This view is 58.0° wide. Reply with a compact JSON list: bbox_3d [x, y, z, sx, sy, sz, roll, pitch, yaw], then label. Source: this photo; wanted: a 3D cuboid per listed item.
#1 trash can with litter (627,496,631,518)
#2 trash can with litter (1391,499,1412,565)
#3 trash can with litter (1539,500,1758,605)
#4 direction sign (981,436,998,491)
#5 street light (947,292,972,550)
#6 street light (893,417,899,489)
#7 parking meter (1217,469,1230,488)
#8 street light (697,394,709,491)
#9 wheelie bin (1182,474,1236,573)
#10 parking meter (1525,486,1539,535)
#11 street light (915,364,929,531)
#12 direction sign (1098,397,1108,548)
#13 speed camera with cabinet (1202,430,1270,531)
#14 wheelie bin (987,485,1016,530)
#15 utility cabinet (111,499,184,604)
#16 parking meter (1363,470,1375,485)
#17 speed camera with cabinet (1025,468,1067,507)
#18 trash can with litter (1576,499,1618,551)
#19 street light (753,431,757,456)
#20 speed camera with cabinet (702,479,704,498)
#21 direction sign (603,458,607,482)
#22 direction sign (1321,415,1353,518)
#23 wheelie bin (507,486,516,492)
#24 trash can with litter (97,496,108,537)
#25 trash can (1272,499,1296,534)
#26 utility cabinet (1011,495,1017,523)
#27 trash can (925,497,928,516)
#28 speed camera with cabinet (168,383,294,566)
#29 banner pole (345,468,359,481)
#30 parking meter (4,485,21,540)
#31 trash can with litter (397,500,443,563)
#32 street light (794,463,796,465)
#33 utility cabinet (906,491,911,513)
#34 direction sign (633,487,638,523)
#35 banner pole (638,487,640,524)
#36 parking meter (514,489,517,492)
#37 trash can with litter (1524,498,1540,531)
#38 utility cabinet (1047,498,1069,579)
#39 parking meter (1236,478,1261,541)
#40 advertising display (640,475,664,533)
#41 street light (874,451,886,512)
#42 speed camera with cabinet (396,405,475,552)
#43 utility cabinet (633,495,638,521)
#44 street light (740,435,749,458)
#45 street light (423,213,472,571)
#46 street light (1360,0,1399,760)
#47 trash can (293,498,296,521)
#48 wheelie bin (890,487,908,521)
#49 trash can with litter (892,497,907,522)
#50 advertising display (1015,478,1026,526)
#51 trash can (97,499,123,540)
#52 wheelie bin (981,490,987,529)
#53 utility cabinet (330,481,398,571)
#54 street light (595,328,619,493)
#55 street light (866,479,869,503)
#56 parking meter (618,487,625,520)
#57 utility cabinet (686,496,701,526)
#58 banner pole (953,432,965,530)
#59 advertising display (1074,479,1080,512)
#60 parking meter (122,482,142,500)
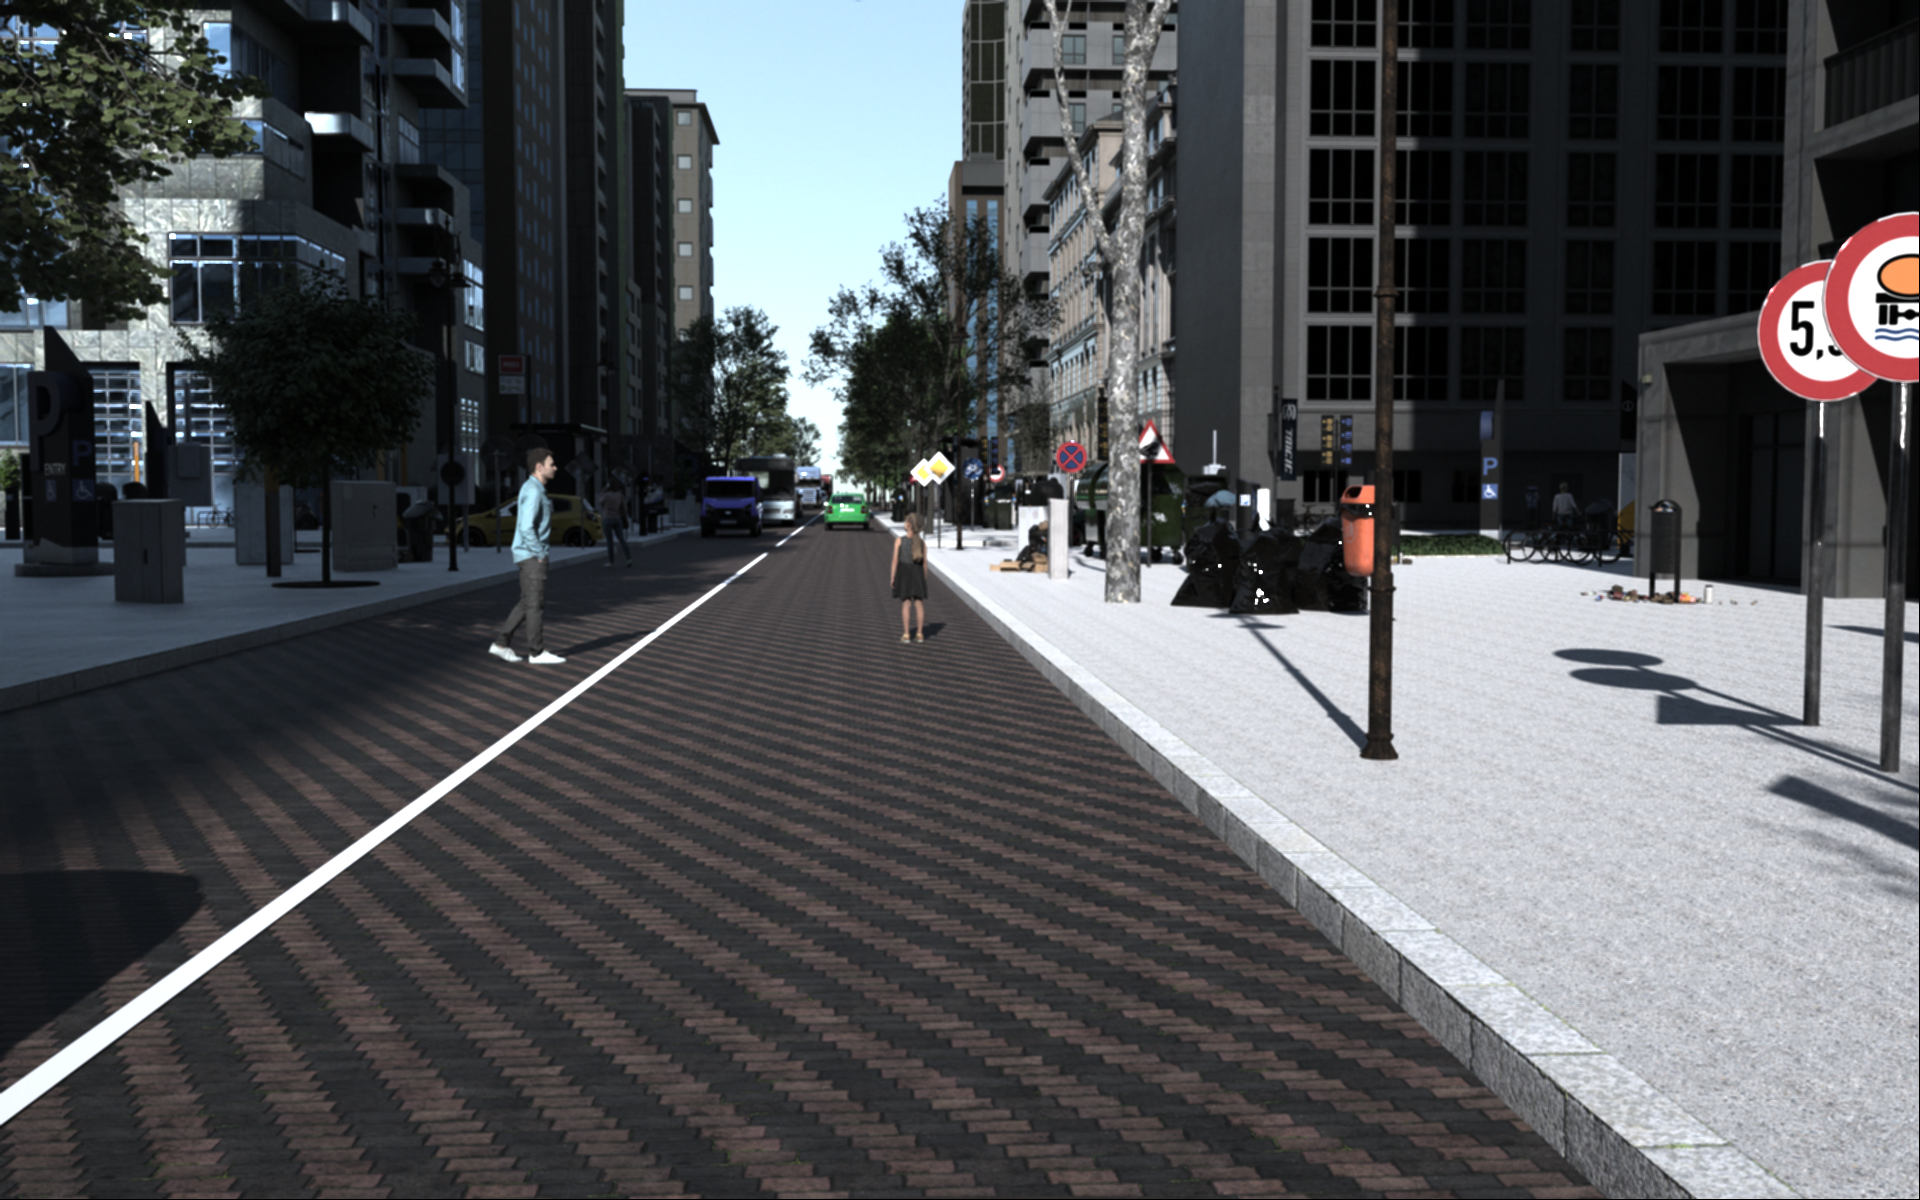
[{"bbox_3d":[-17.229,-4.947,92.273,1.055,1.170,0.624,2,4,30],"label":"trash can with litter"},{"bbox_3d":[7.426,-1.275,31.901,2.233,1.210,1.678,0,4,-4],"label":"trash can with litter"},{"bbox_3d":[8.415,-0.608,20.995,1.678,1.210,2.233,-1,4,-11],"label":"trash can with litter"},{"bbox_3d":[1.149,-4.647,67.981,0.876,3.537,0.379,-3,5,-40],"label":"direction sign"},{"bbox_3d":[-0.012,-4.097,39.773,0.468,5.910,1.993,0,4,-4],"label":"street light"},{"bbox_3d":[-3.400,-7.277,91.766,0.468,5.910,1.993,0,4,-4],"label":"street light"},{"bbox_3d":[6.000,-2.067,39.512,0.255,1.863,0.399,1,4,15],"label":"parking meter"},{"bbox_3d":[-11.810,-6.553,79.928,0.468,5.910,1.993,0,4,-4],"label":"street light"},{"bbox_3d":[4.016,-1.229,28.002,0.980,1.594,0.693,1,4,23],"label":"wheelie bin"},{"bbox_3d":[17.865,-2.794,54.094,0.372,1.533,0.369,0,3,0],"label":"parking meter"},{"bbox_3d":[-1.333,-5.338,60.057,0.468,5.910,1.993,0,4,-4],"label":"street light"},{"bbox_3d":[3.544,-2.979,40.705,0.876,3.537,0.379,-3,5,-42],"label":"direction sign"},{"bbox_3d":[8.597,-3.651,54.023,2.038,3.252,0.660,0,4,0],"label":"speed camera with cabinet"},{"bbox_3d":[1.537,-3.326,62.288,0.980,1.594,0.693,0,4,1],"label":"wheelie bin"},{"bbox_3d":[-9.649,-0.575,20.561,1.020,1.237,0.306,2,4,34],"label":"utility cabinet"},{"bbox_3d":[9.894,-2.205,41.768,0.255,1.863,0.399,0,4,-4],"label":"parking meter"},{"bbox_3d":[3.697,-4.975,75.683,2.038,3.252,0.660,3,5,39],"label":"speed camera with cabinet"},{"bbox_3d":[14.464,-1.711,39.362,0.624,1.170,1.055,3,5,43],"label":"trash can with litter"},{"bbox_3d":[-14.709,-9.292,124.719,0.468,5.910,1.993,0,4,-4],"label":"street light"},{"bbox_3d":[-14.321,-6.422,99.332,2.038,3.252,0.660,0,4,-7],"label":"speed camera with cabinet"},{"bbox_3d":[-22.239,-7.194,109.626,0.379,3.537,0.876,3,5,41],"label":"direction sign"},{"bbox_3d":[10.760,-3.519,49.539,0.876,3.537,0.379,0,4,4],"label":"direction sign"},{"bbox_3d":[-18.364,-3.804,70.103,0.980,1.594,0.693,1,4,9],"label":"wheelie bin"},{"bbox_3d":[-26.050,-2.530,52.420,1.678,1.210,2.233,-2,4,-32],"label":"trash can with litter"},{"bbox_3d":[9.884,-2.519,52.847,0.748,1.137,0.748,0,3,0],"label":"trash can"},{"bbox_3d":[2.597,-4.057,77.500,1.020,1.237,0.306,-2,4,-23],"label":"utility cabinet"},{"bbox_3d":[-2.188,-5.404,100.011,0.748,1.137,0.748,0,3,0],"label":"trash can"},{"bbox_3d":[-13.166,-2.262,31.314,2.038,3.252,0.660,-1,4,-20],"label":"speed camera with cabinet"},{"bbox_3d":[-23.238,-4.654,66.114,0.401,3.779,0.863,2,4,28],"label":"banner pole"},{"bbox_3d":[-26.752,-2.475,48.885,0.372,1.533,0.369,0,3,0],"label":"parking meter"},{"bbox_3d":[-10.269,-1.295,32.565,0.624,1.170,1.055,1,4,20],"label":"trash can with litter"},{"bbox_3d":[-19.959,-14.404,208.288,0.468,5.910,1.993,0,4,-4],"label":"street light"},{"bbox_3d":[-3.369,-6.095,108.330,0.318,1.500,1.173,1,4,13],"label":"utility cabinet"},{"bbox_3d":[-14.564,-5.228,77.481,0.379,3.537,0.876,3,5,43],"label":"direction sign"},{"bbox_3d":[-13.452,-5.115,73.646,0.863,3.779,0.401,-3,4,-38],"label":"banner pole"},{"bbox_3d":[-22.283,-4.830,87.384,0.372,1.533,0.369,0,3,0],"label":"parking meter"},{"bbox_3d":[19.582,-2.931,58.984,1.678,1.210,2.233,0,4,-3],"label":"trash can with litter"},{"bbox_3d":[1.509,-0.942,26.561,0.306,1.237,1.020,0,4,1],"label":"utility cabinet"},{"bbox_3d":[4.424,-1.113,26.614,0.372,1.533,0.369,0,3,0],"label":"parking meter"},{"bbox_3d":[-10.141,-3.170,57.043,0.123,1.923,0.974,3,4,37],"label":"advertising display"},{"bbox_3d":[-6.253,-9.969,135.780,0.468,5.910,1.993,0,4,-4],"label":"street light"},{"bbox_3d":[-11.790,-2.680,38.160,2.038,3.252,0.660,0,4,0],"label":"speed camera with cabinet"},{"bbox_3d":[-15.460,-4.365,82.525,0.306,1.237,1.020,-1,4,-18],"label":"utility cabinet"},{"bbox_3d":[-13.875,-8.483,111.477,0.468,5.910,1.993,0,4,-4],"label":"street light"},{"bbox_3d":[-8.479,-3.426,28.802,0.468,5.910,1.993,0,4,-4],"label":"street light"},{"bbox_3d":[2.042,-2.169,8.256,0.468,5.910,1.993,0,4,-4],"label":"street light"},{"bbox_3d":[-22.145,-2.764,56.839,0.748,1.137,0.748,0,3,0],"label":"trash can"},{"bbox_3d":[-2.896,-4.579,82.781,0.693,1.594,0.980,-3,4,-36],"label":"wheelie bin"},{"bbox_3d":[-2.558,-4.105,78.506,1.055,1.170,0.624,1,4,20],"label":"trash can with litter"},{"bbox_3d":[2.439,-3.974,70.182,0.123,1.923,0.974,-1,4,-17],"label":"advertising display"},{"bbox_3d":[-23.814,-2.256,48.533,0.748,1.137,0.748,0,3,0],"label":"trash can"},{"bbox_3d":[1.119,-3.471,64.663,0.693,1.594,0.980,0,4,1],"label":"wheelie bin"},{"bbox_3d":[-9.949,-1.241,28.964,0.318,1.500,1.173,2,4,27],"label":"utility cabinet"},{"bbox_3d":[-9.835,-4.625,48.406,0.468,5.910,1.993,0,4,-4],"label":"street light"},{"bbox_3d":[-10.302,-13.847,199.186,0.468,5.910,1.993,0,4,-4],"label":"street light"},{"bbox_3d":[-15.676,-4.564,80.329,0.399,1.863,0.255,1,4,18],"label":"parking meter"},{"bbox_3d":[-10.755,-3.588,69.818,0.306,1.237,1.020,-2,4,-29],"label":"utility cabinet"},{"bbox_3d":[-0.098,-4.389,61.778,0.401,3.779,0.863,-1,4,-22],"label":"banner pole"},{"bbox_3d":[5.321,-4.203,73.941,0.974,1.923,0.123,2,4,31],"label":"advertising display"},{"bbox_3d":[-17.805,-1.765,37.271,0.372,1.533,0.369,0,3,0],"label":"parking meter"}]
